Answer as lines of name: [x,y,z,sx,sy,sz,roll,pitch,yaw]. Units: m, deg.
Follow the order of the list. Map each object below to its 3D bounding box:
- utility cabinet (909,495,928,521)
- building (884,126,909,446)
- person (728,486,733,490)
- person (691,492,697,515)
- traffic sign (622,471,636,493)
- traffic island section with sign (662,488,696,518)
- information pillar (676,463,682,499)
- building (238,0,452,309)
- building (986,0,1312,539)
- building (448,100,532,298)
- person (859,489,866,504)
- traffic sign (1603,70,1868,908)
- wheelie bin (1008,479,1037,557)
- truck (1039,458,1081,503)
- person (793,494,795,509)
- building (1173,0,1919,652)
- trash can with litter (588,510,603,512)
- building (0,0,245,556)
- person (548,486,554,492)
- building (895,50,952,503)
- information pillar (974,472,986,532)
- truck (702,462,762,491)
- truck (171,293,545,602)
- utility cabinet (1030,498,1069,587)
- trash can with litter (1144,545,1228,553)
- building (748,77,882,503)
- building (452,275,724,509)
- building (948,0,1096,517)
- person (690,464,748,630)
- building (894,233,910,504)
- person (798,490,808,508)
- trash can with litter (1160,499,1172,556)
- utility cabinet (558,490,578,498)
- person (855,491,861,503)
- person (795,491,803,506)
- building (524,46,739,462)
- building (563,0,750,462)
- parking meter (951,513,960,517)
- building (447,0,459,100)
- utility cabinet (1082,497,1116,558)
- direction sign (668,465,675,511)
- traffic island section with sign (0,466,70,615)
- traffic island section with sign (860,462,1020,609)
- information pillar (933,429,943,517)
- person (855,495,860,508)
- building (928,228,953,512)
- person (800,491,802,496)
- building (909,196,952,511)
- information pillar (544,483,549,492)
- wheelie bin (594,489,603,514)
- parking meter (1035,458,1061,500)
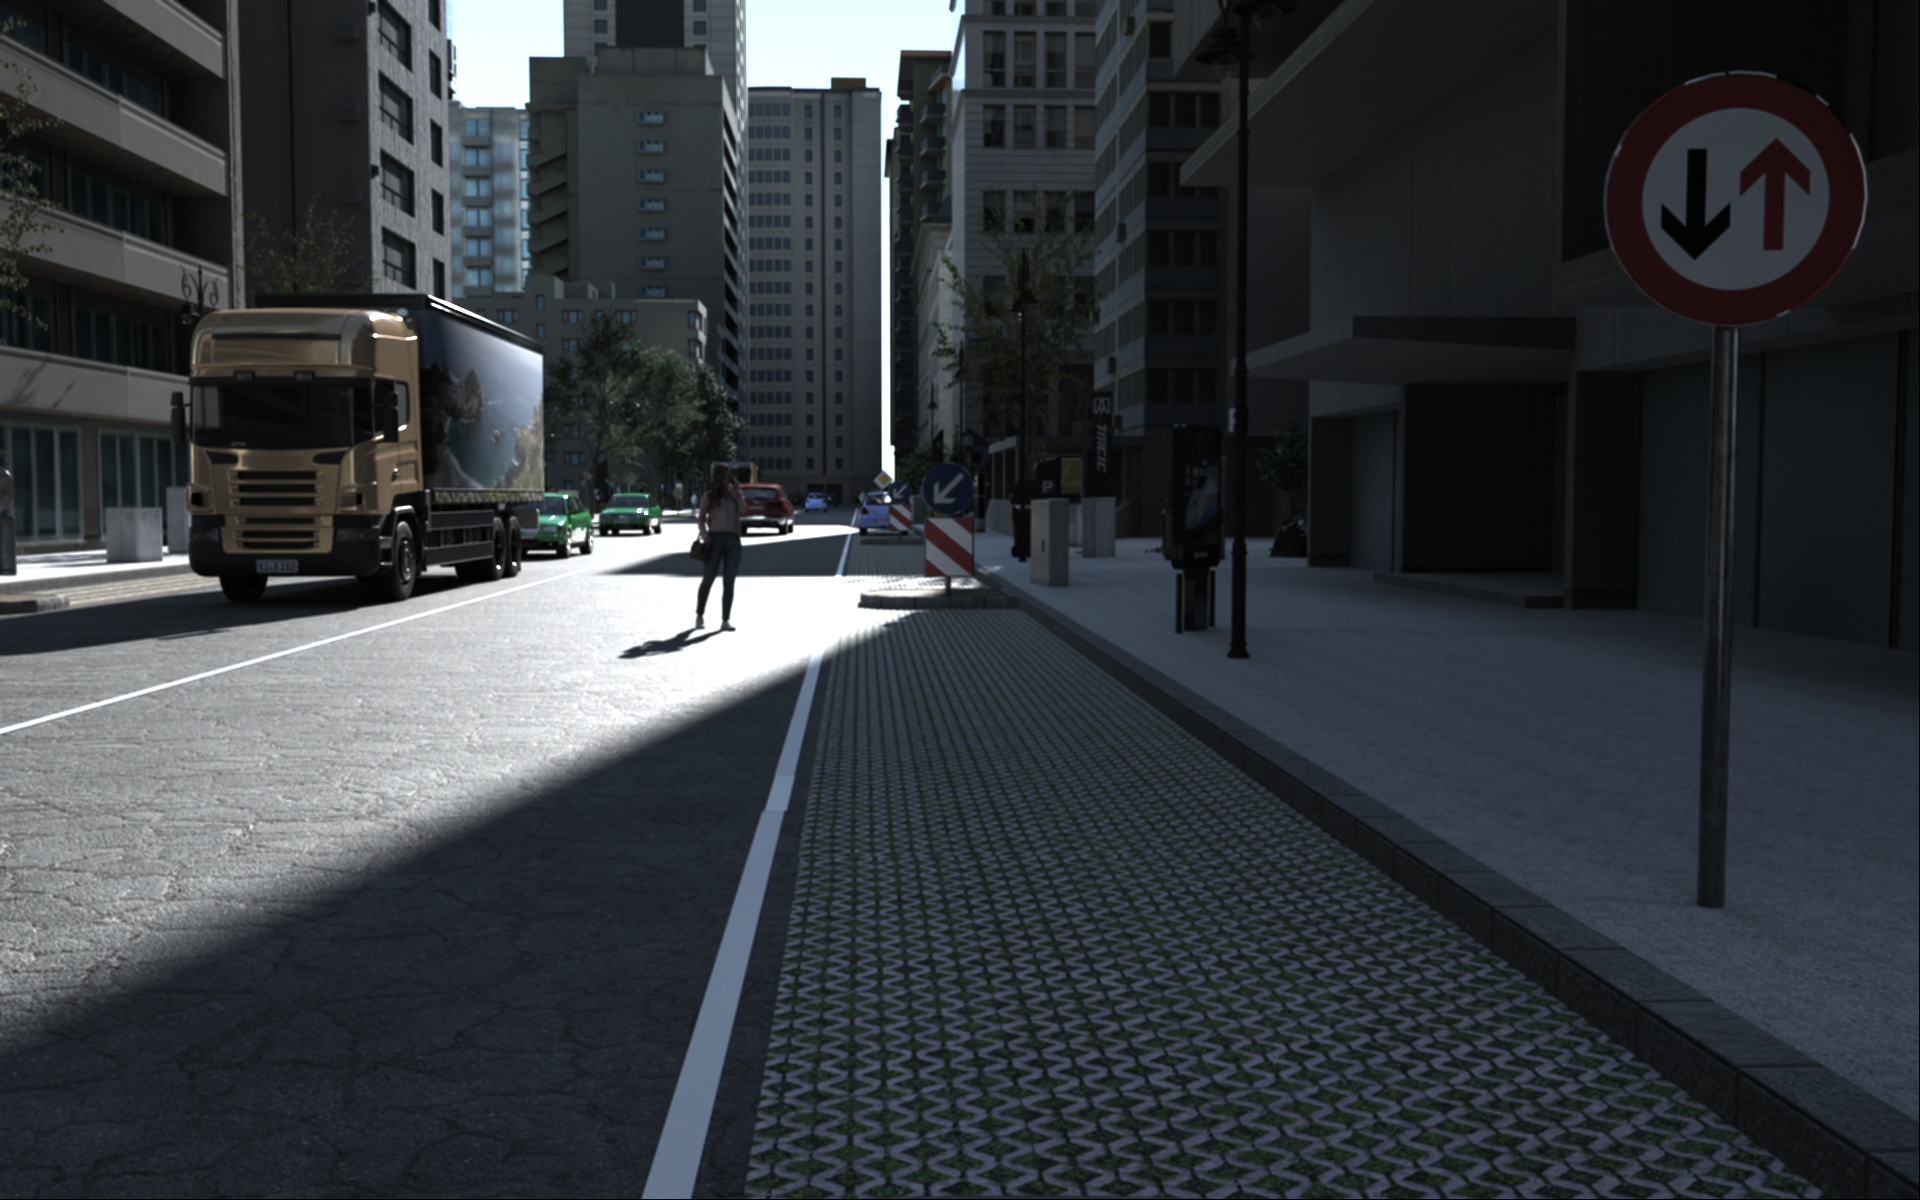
utility cabinet: [-1.945,-4.348,82.255,0.306,1.237,1.020,3,5,42]
building: [2.828,-40.627,253.488,27.495,52.752,28.713,0,4,-3]
person: [-10.393,-4.269,78.469,0.661,1.801,0.590,1,4,15]
person: [-18.177,-6.623,118.593,0.330,1.601,0.589,-3,4,-37]
traffic sign: [-18.438,-5.896,96.503,0.768,2.556,0.104,0,4,1]
traffic island section with sign: [-16.819,-5.800,103.454,1.989,1.847,2.006,0,4,-3]
information pillar: [-21.425,-8.611,132.138,0.504,3.616,0.183,-2,4,-34]
building: [-26.160,-17.735,61.667,14.107,30.474,14.160,0,4,-3]
building: [17.417,-22.281,56.177,32.217,40.220,23.993,0,4,-3]
building: [-63.509,-36.340,213.764,30.456,49.044,23.786,0,4,-3]
person: [-8.543,-8.829,152.726,0.514,1.842,0.818,-3,5,-43]
traffic sign: [2.342,-0.319,5.325,0.768,2.556,0.104,0,4,6]
wheelie bin: [1.433,-1.676,35.304,0.980,1.594,0.693,2,4,29]
truck: [7.417,-4.894,75.934,9.791,3.379,3.469,0,4,-2]
person: [-15.685,-9.305,163.897,0.557,1.426,1.065,0,4,-4]
building: [17.889,-26.190,17.448,28.713,52.752,27.495,0,4,-3]
trash can with litter: [-26.827,-7.025,125.922,2.233,1.210,1.678,-1,4,-16]
building: [-29.110,-25.098,34.053,21.300,48.544,21.600,0,4,-3]
person: [-17.635,-4.052,75.085,0.374,1.781,0.599,-3,5,-39]
building: [4.820,-31.587,171.068,22.147,44.769,28.867,0,4,-3]
information pillar: [0.661,-3.273,57.999,0.304,2.012,0.304,-1,4,-22]
truck: [-13.725,-6.735,106.035,3.469,3.379,9.791,0,4,-4]
truck: [-8.710,-2.298,26.492,2.839,4.237,11.283,0,4,-2]
utility cabinet: [1.256,-0.815,24.492,0.306,1.237,1.020,-1,4,-13]
trash can with litter: [4.807,-1.660,38.206,1.678,1.210,2.233,-1,4,-16]
building: [-25.291,-43.156,247.604,28.212,58.520,21.231,0,4,-3]
building: [-37.811,-19.715,167.379,27.650,21.520,28.899,0,4,-3]
building: [14.603,-18.862,85.882,29.804,29.767,11.434,0,4,-3]
person: [-2.581,-0.566,18.345,0.593,1.750,0.643,-1,4,-20]
building: [-0.400,-25.809,193.671,14.160,30.474,14.107,0,4,-3]
person: [-15.529,-10.088,173.529,1.350,1.814,0.705,0,4,-1]
trash can with litter: [4.654,-1.492,35.782,1.055,1.170,0.624,1,4,9]
utility cabinet: [-24.115,-5.990,106.618,1.173,1.500,0.318,0,4,4]
person: [-11.164,-11.304,193.287,1.348,1.831,0.705,2,4,24]
person: [-19.498,-12.290,209.530,1.350,1.814,0.705,-2,4,-25]
building: [-36.065,-34.768,192.154,21.300,48.544,21.600,0,4,-3]
building: [-37.353,-47.635,217.080,20.611,71.187,20.563,0,4,-3]
parking meter: [-0.152,-3.173,60.288,0.372,1.533,0.369,0,3,0]
building: [-83.812,-56.938,243.605,31.000,86.520,22.319,0,4,-3]
utility cabinet: [2.818,-1.469,35.185,0.306,1.237,1.020,2,4,29]
direction sign: [-22.468,-8.743,134.944,0.876,3.537,0.379,3,5,40]
traffic island section with sign: [-12.112,-0.764,21.121,1.989,1.847,2.006,0,4,-3]
traffic island section with sign: [-0.294,-0.841,22.372,1.989,1.847,2.006,0,4,-3]
information pillar: [-0.777,-4.353,62.527,0.183,3.616,0.504,-3,5,-42]
person: [-10.726,-10.488,183.162,0.799,1.438,0.628,1,4,15]
building: [3.399,-16.009,116.502,10.420,20.320,16.860,0,4,-3]
person: [-20.814,-13.325,226.456,1.348,1.812,0.705,0,4,1]
building: [4.365,-18.755,139.931,16.112,22.955,30.059,0,4,-3]
information pillar: [-27.303,-6.717,114.320,0.304,2.012,0.304,-1,4,-21]
wheelie bin: [-23.302,-6.311,111.093,0.693,1.594,0.980,-3,5,-41]
parking meter: [1.416,-1.357,27.904,0.399,1.863,0.255,1,4,12]
